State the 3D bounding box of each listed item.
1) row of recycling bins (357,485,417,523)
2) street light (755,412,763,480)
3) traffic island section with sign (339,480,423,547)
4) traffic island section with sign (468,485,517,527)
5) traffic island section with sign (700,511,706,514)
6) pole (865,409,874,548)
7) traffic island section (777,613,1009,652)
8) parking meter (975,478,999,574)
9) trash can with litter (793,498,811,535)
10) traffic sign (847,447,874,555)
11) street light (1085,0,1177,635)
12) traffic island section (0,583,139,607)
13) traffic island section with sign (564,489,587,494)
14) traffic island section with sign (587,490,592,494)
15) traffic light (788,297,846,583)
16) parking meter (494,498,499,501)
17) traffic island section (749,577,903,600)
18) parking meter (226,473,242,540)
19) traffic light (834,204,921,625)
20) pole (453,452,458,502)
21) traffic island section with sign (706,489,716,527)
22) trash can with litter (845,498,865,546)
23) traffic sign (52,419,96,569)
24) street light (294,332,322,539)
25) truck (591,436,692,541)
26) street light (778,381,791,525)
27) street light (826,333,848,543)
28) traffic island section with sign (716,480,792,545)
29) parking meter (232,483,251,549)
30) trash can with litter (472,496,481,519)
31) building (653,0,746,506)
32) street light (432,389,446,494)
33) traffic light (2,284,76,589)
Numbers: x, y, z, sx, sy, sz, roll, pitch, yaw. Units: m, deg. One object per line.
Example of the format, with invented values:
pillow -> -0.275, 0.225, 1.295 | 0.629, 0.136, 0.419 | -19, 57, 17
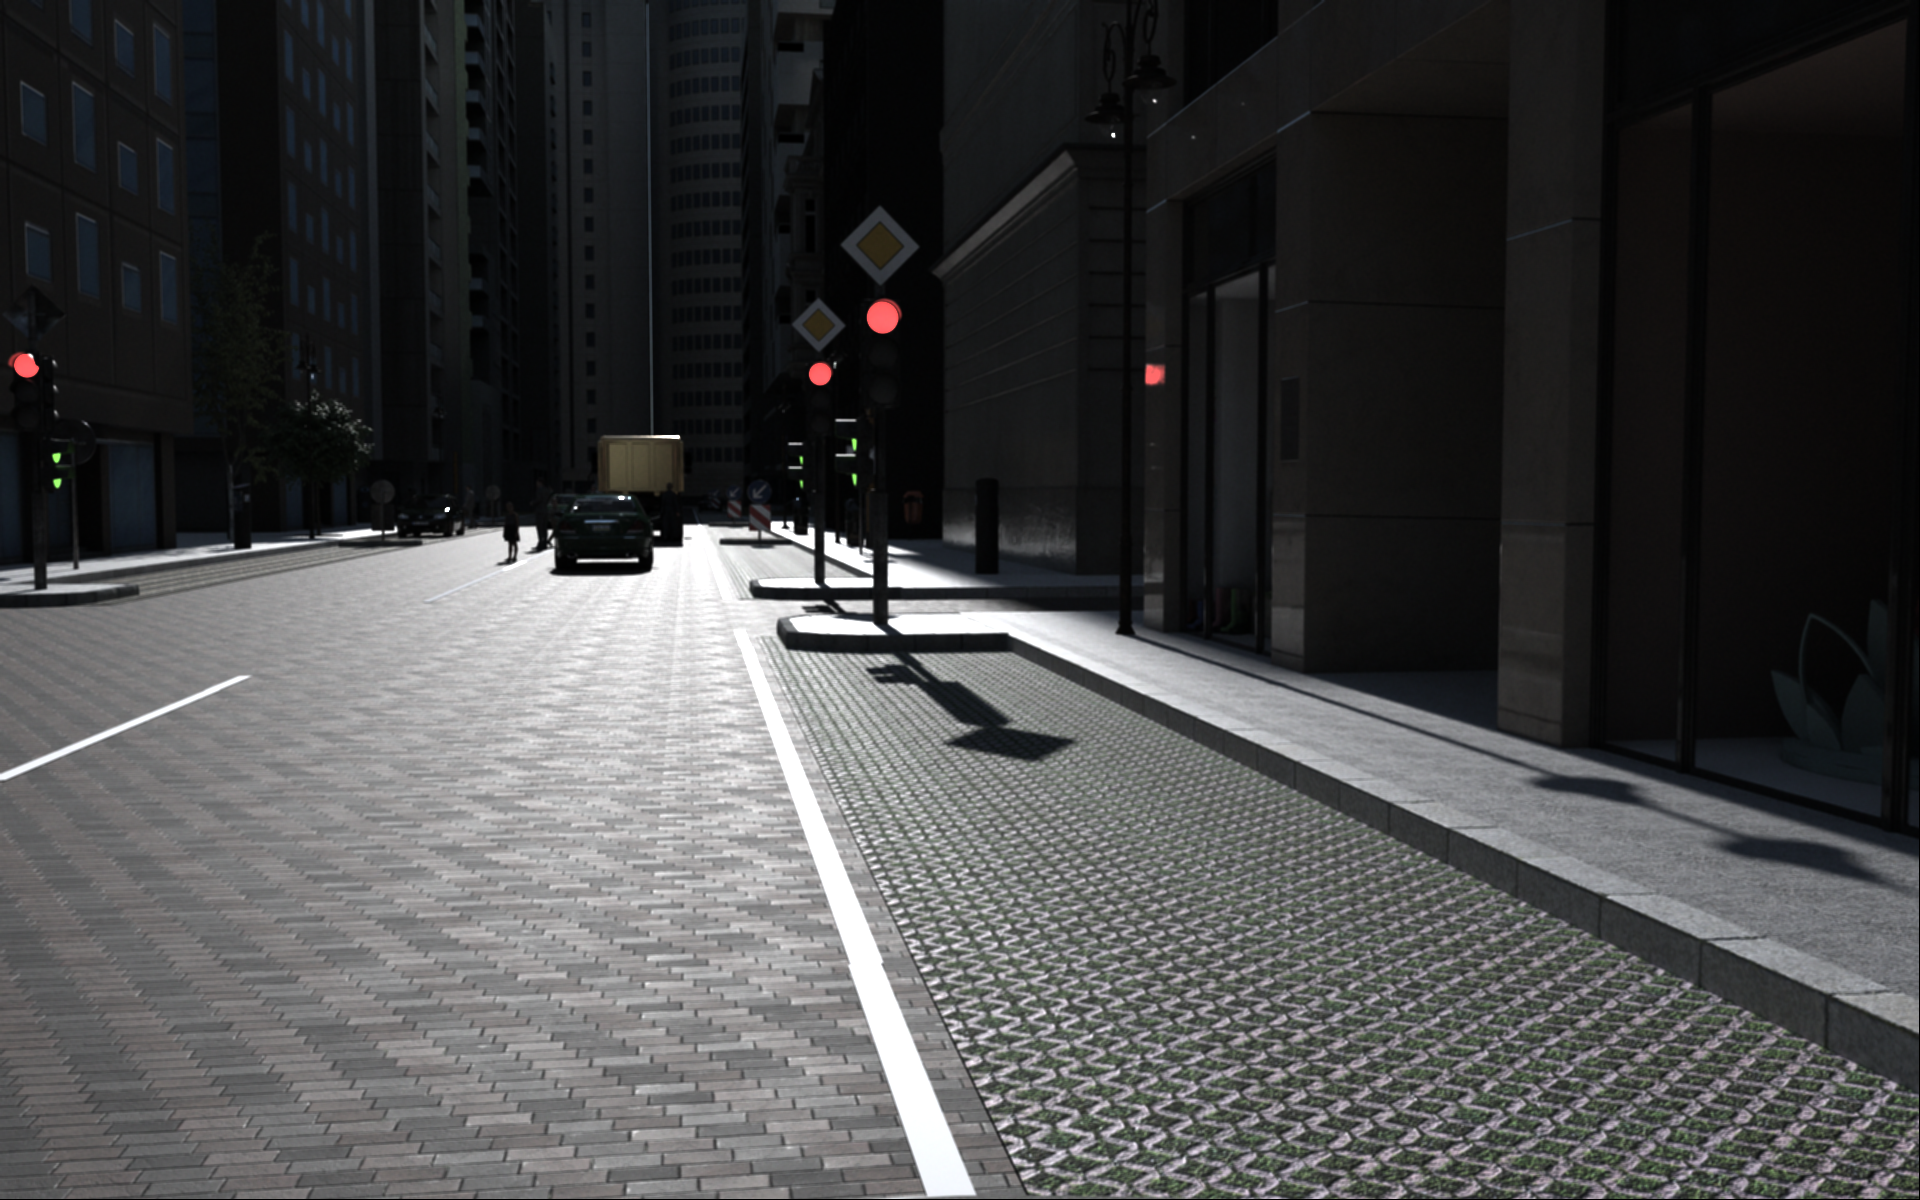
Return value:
row of recycling bins -> -26.018, -4.281, 77.108 | 3.534, 1.692, 1.069 | -1, 4, -13
street light -> -11.362, -7.655, 97.940 | 0.468, 5.910, 1.993 | -1, 4, -9
traffic island section with sign -> -15.922, -2.391, 47.719 | 1.989, 1.847, 2.006 | -1, 4, -9
traffic island section with sign -> -20.237, -4.070, 75.174 | 1.989, 1.847, 2.006 | -1, 4, -9
traffic island section with sign -> -17.933, -7.198, 126.323 | 1.989, 1.847, 2.006 | -1, 4, -9
pole -> -2.127, -2.873, 40.824 | 0.158, 3.312, 0.155 | 0, 3, 0
traffic island section -> -0.761, 0.317, 17.101 | 2.009, 0.180, 2.903 | -1, 4, -9
parking meter -> 0.434, -1.188, 27.835 | 0.372, 1.533, 0.369 | 0, 3, 0
trash can with litter -> -4.998, -2.677, 55.164 | 0.624, 1.170, 1.055 | -1, 4, -11
traffic sign -> -2.097, -2.107, 36.572 | 0.606, 2.300, 0.079 | 0, 4, -4
street light -> 1.516, -2.625, 15.703 | 0.468, 5.910, 1.993 | -1, 4, -9
traffic island section -> -12.416, -0.066, 23.363 | 2.009, 0.180, 2.903 | -1, 4, -9
traffic island section with sign -> -27.924, -7.053, 123.940 | 1.989, 1.847, 2.006 | -1, 4, -9
traffic island section with sign -> -32.122, -8.691, 150.731 | 1.989, 1.847, 2.006 | -1, 4, -9
traffic light -> -2.043, -2.199, 24.870 | 0.839, 4.253, 0.868 | -1, 4, -9
parking meter -> -25.027, -5.189, 93.247 | 0.372, 1.533, 0.369 | 0, 3, 0
traffic island section -> -2.001, -0.166, 24.990 | 2.009, 0.180, 2.903 | -1, 4, -9
parking meter -> -20.389, -2.626, 48.649 | 0.255, 1.863, 0.399 | 1, 4, 19
traffic light -> -0.802, -1.716, 16.981 | 0.839, 4.253, 0.868 | -1, 4, -9
pole -> -24.387, -5.499, 83.749 | 0.158, 3.312, 0.155 | 0, 3, 0
traffic island section with sign -> -10.092, -4.148, 76.455 | 1.989, 1.847, 2.006 | -1, 4, -9
trash can with litter -> -2.539, -1.942, 43.144 | 0.624, 1.170, 1.055 | -1, 4, -9
traffic sign -> -15.103, -1.799, 29.517 | 0.768, 2.556, 0.104 | 0, 4, 0
street light -> -18.622, -4.697, 49.591 | 0.468, 5.910, 1.993 | -1, 4, -9
truck -> -10.434, -3.722, 56.781 | 3.469, 3.379, 9.791 | -1, 4, -10
street light -> -7.176, -5.998, 70.848 | 0.468, 5.910, 1.993 | -1, 4, -9
street light -> -3.207, -4.430, 45.216 | 0.468, 5.910, 1.993 | -1, 4, -9
traffic island section with sign -> -5.847, -2.492, 49.365 | 1.989, 1.847, 2.006 | -1, 4, -9
parking meter -> -16.888, -1.977, 40.737 | 0.372, 1.533, 0.369 | 0, 3, 0
trash can with litter -> -24.523, -4.673, 87.797 | 0.624, 1.170, 1.055 | -1, 4, -23
building -> -20.364, -39.870, 193.875 | 28.212, 58.520, 21.231 | -1, 4, -9
street light -> -22.786, -6.309, 75.946 | 0.468, 5.910, 1.993 | -1, 4, -9
traffic light -> -12.375, -2.099, 23.235 | 0.839, 4.253, 0.868 | -1, 4, -9
